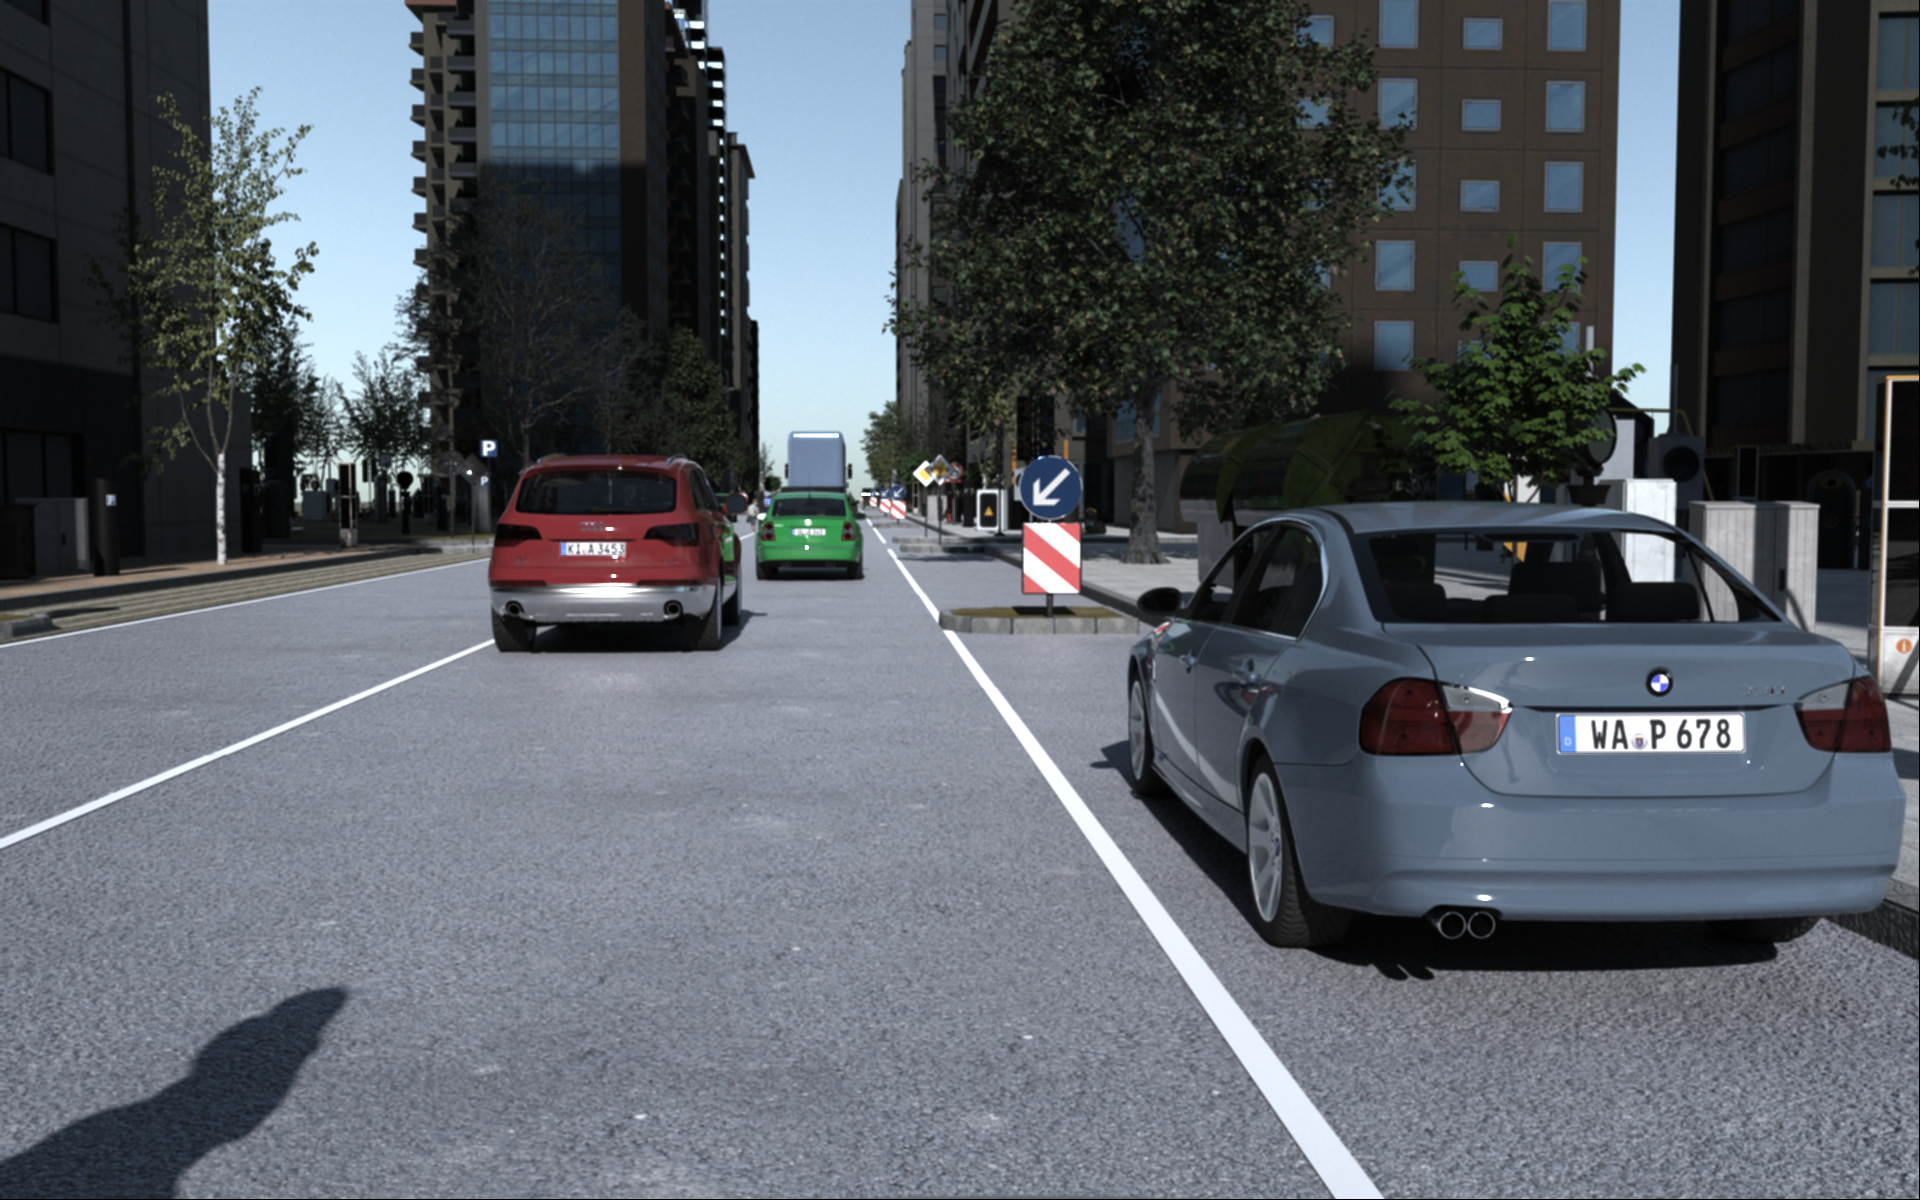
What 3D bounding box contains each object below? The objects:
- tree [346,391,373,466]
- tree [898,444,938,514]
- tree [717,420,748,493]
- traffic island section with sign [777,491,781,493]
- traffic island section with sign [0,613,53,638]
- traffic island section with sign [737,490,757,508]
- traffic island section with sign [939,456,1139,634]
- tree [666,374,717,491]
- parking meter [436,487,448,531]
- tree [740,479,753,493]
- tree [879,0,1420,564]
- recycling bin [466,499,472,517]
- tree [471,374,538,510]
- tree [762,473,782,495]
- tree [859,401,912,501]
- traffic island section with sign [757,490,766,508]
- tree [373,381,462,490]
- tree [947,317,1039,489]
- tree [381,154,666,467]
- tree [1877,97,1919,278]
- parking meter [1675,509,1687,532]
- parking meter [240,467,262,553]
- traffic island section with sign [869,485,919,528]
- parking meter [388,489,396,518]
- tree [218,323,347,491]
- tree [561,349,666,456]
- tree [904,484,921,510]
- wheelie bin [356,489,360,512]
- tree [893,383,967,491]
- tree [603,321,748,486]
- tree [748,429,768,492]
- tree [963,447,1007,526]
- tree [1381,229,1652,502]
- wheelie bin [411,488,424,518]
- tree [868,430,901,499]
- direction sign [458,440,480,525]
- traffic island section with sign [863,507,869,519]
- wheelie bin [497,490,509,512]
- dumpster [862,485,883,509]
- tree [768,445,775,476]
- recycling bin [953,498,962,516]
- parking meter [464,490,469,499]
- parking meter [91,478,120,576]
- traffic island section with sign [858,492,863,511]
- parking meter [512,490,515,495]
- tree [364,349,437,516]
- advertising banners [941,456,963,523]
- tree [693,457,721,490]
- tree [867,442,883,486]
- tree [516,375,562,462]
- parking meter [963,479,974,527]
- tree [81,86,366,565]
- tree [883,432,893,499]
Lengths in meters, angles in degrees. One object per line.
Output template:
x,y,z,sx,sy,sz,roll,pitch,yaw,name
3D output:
-39.066,-9.519,106.005,4.360,8.622,3.978,0,3,0,tree
-2.435,-8.008,114.649,4.285,4.588,4.351,0,3,0,tree
-21.936,-12.620,156.698,4.360,8.622,3.978,0,3,0,tree
-24.153,-13.668,232.103,1.989,1.847,2.006,0,4,-4,traffic island section with sign
-10.445,-0.545,17.533,1.989,1.847,2.006,0,4,-4,traffic island section with sign
-18.925,-8.659,150.205,1.989,1.847,2.006,0,4,-4,traffic island section with sign
0.783,-0.612,18.638,1.989,1.847,2.006,0,4,-4,traffic island section with sign
-17.875,-9.437,104.654,4.360,8.622,3.978,0,3,0,tree
-18.266,-3.220,61.055,0.372,1.533,0.369,0,3,0,parking meter
-24.935,-12.571,200.134,1.663,3.219,1.824,0,3,0,tree
3.412,-7.014,31.688,9.611,12.733,9.660,0,3,0,tree
-27.297,-5.101,95.954,0.722,1.027,0.722,-2,4,-25,recycling bin
-27.476,-9.442,104.731,4.737,8.622,4.395,0,3,0,tree
-28.813,-17.212,265.135,4.285,4.588,4.351,0,3,0,tree
-8.339,-17.837,209.758,7.486,12.596,7.792,0,3,0,tree
-20.645,-10.306,177.126,1.989,1.847,2.006,0,4,-4,traffic island section with sign
-34.611,-9.881,111.917,4.360,8.622,3.978,0,3,0,tree
1.124,-6.932,63.708,4.737,8.622,4.395,0,3,0,tree
-16.158,-9.380,63.739,12.009,13.543,11.850,0,3,0,tree
12.066,-4.191,18.887,4.737,8.622,4.395,0,3,0,tree
14.404,-1.614,34.799,0.372,1.533,0.369,0,3,0,parking meter
-15.441,-1.958,37.727,0.399,1.863,0.255,1,4,22,parking meter
-2.771,-4.010,74.194,1.989,1.847,2.006,0,4,-4,traffic island section with sign
-30.960,-5.260,94.406,0.372,1.533,0.369,0,3,0,parking meter
-28.942,-7.474,72.566,4.360,8.622,3.978,0,3,0,tree
-16.940,-8.235,85.006,4.360,8.622,3.978,0,3,0,tree
-3.778,-9.011,141.929,1.663,3.219,1.824,0,3,0,tree
-41.107,-6.699,117.438,0.980,1.594,0.693,3,4,37,wheelie bin
-1.053,-9.555,106.583,4.360,8.622,3.978,0,3,0,tree
-18.826,-12.083,114.563,9.611,12.733,9.660,0,3,0,tree
-23.011,-14.114,181.122,4.360,8.622,3.978,0,3,0,tree
1.072,-4.607,69.919,1.663,3.219,1.824,0,3,0,tree
4.088,-1.114,12.818,1.663,3.219,1.824,0,3,0,tree
-29.311,-5.251,93.755,0.693,1.594,0.980,-2,4,-28,wheelie bin
-8.417,-15.140,197.900,4.737,8.622,4.395,0,3,0,tree
-20.463,-4.912,72.310,0.876,3.537,0.379,-1,4,-14,direction sign
-4.486,-5.656,101.095,1.989,1.847,2.006,0,4,-4,traffic island section with sign
-32.839,-7.123,124.366,0.980,1.594,0.693,-1,4,-11,wheelie bin
-8.246,-9.695,163.456,1.985,2.255,1.502,0,4,-3,dumpster
-27.607,-17.674,239.334,4.360,8.622,3.978,0,3,0,tree
-0.314,-5.471,102.012,0.722,1.027,0.722,-1,4,-9,recycling bin
-34.085,-6.817,119.867,0.372,1.533,0.369,0,3,0,parking meter
-13.411,-1.148,27.175,0.372,1.533,0.369,0,3,0,parking meter
-7.687,-8.722,151.228,1.989,1.847,2.006,0,4,-4,traffic island section with sign
-24.552,-5.334,95.620,0.372,1.533,0.369,0,3,0,parking meter
-29.230,-8.353,86.933,4.737,8.622,4.395,0,3,0,tree
-0.443,-5.012,78.135,0.090,3.025,2.074,-2,4,-31,advertising banners
-21.108,-9.688,142.115,4.285,4.588,4.351,0,3,0,tree
-10.145,-16.969,227.808,4.360,8.622,3.978,0,3,0,tree
-21.447,-8.776,93.852,4.360,8.622,3.978,0,3,0,tree
0.340,-3.750,67.027,0.255,1.863,0.399,-3,5,-44,parking meter
-13.595,-4.963,31.500,4.737,8.622,4.395,0,3,0,tree
-3.390,-11.276,134.730,4.360,8.622,3.978,0,3,0,tree
